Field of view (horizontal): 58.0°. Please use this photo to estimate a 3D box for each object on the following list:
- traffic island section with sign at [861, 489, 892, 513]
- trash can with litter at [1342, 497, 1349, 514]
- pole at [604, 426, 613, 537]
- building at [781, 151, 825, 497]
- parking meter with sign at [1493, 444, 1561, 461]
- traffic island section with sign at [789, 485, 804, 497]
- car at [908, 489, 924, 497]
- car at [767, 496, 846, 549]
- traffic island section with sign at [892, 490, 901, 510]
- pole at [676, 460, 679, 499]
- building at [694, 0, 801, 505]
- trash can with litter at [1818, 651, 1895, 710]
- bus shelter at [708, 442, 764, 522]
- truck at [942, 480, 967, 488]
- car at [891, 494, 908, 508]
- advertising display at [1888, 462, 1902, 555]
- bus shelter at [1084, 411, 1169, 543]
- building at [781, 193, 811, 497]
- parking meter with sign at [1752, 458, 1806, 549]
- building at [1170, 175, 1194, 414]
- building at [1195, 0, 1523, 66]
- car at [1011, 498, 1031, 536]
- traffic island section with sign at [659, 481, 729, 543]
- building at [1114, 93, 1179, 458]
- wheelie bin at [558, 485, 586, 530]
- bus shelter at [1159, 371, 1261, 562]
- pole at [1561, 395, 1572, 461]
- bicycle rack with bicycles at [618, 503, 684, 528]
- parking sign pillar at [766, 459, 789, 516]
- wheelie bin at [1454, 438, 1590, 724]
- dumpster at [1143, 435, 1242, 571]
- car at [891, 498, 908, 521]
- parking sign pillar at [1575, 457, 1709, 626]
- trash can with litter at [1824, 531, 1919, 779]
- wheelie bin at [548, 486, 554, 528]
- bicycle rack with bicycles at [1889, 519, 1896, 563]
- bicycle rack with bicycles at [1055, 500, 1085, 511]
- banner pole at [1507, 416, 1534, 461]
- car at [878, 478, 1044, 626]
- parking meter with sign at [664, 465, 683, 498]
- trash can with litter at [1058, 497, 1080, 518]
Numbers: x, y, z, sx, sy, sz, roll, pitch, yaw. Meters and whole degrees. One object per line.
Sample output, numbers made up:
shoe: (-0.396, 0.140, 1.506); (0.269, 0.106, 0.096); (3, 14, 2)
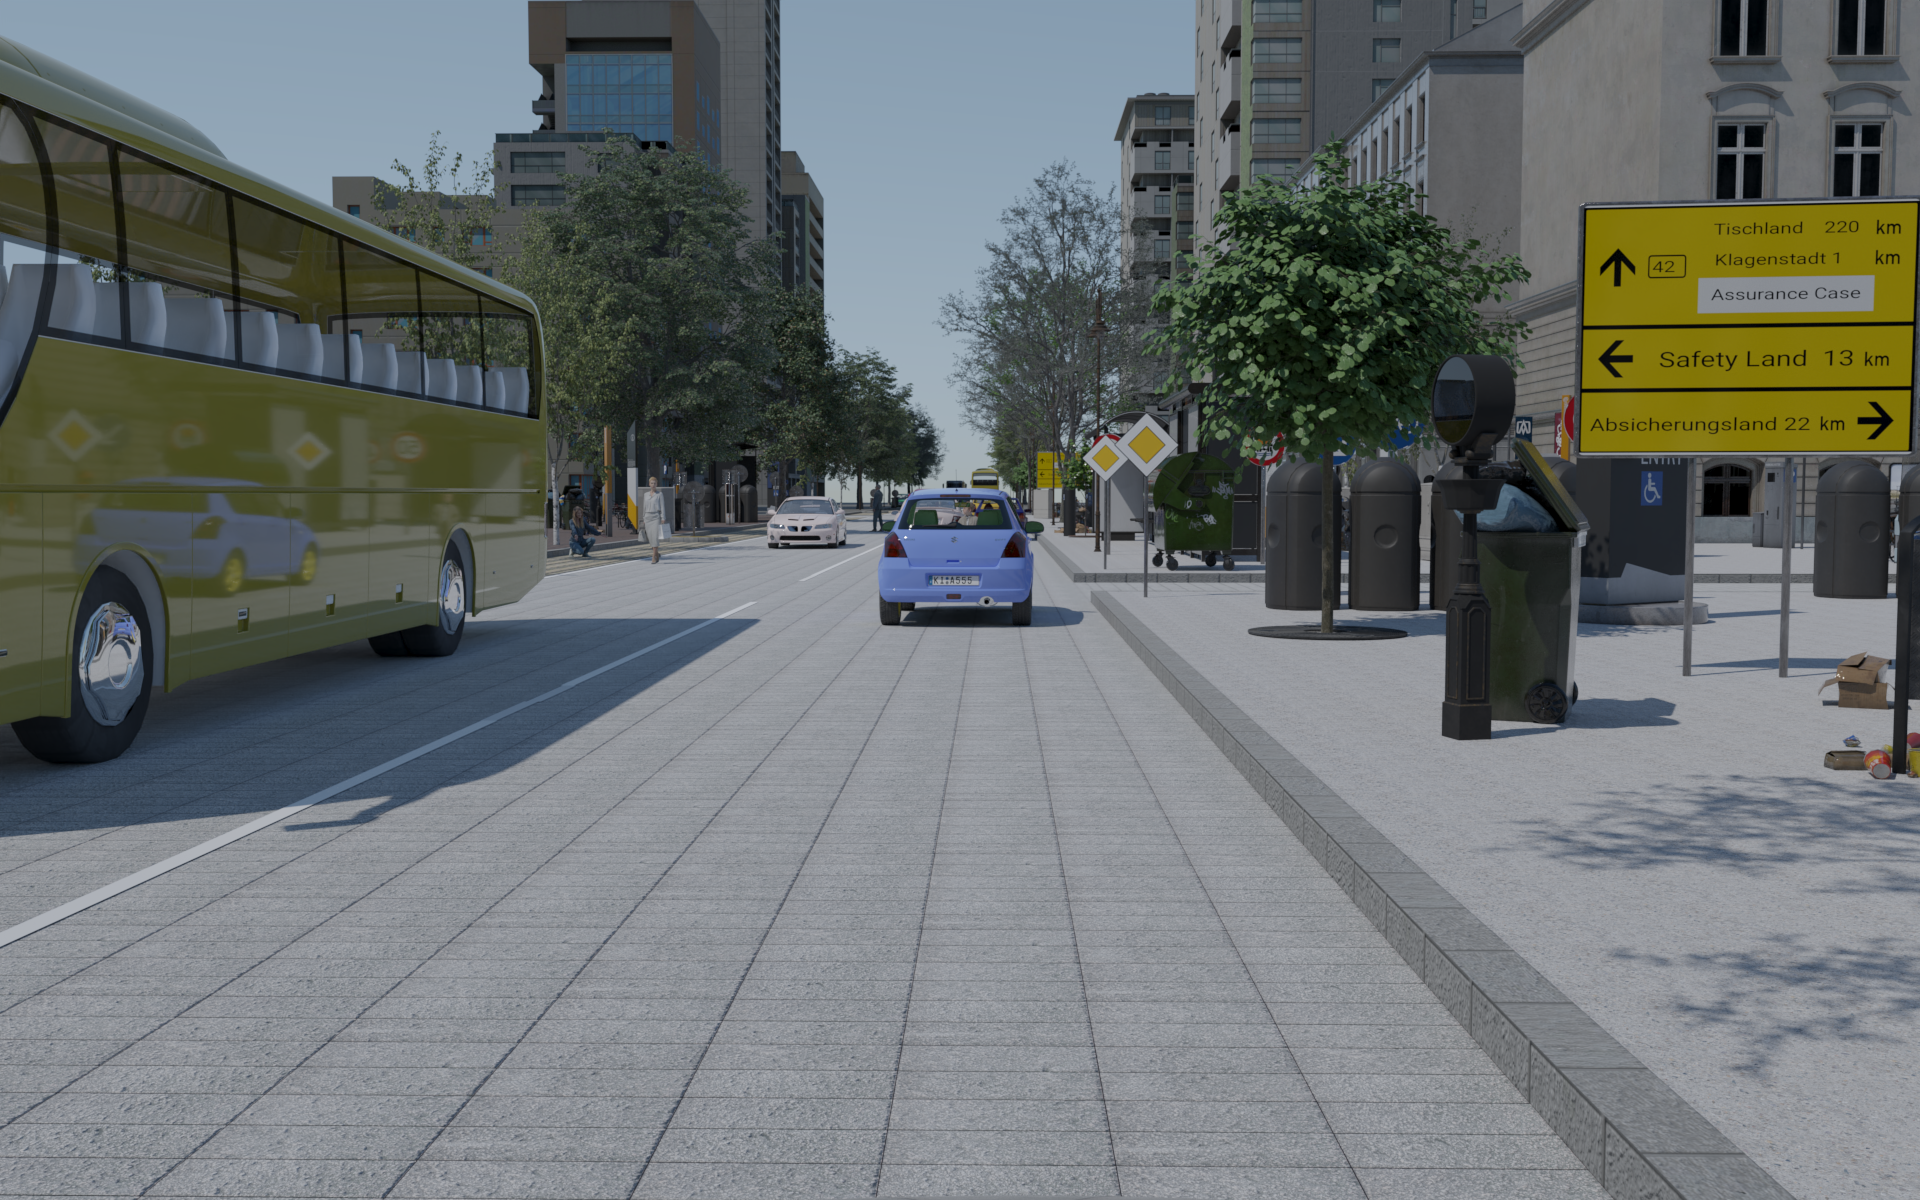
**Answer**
traffic island section with sign: (-6.367, -7.409, 129.770); (1.989, 1.847, 2.006); (0, 4, 1)
trash can with litter: (10.679, -2.330, 49.159); (1.678, 1.210, 2.233); (-2, 4, -30)
pole: (-10.495, -3.538, 51.682); (0.158, 3.312, 0.155); (0, 3, 0)
building: (-31.066, -38.170, 247.785); (21.300, 48.544, 21.600); (0, 4, 1)
parking meter with sign: (10.824, -2.207, 32.345); (1.738, 3.016, 0.543); (0, 4, 7)
traffic island section with sign: (-7.424, -4.290, 78.771); (1.989, 1.847, 2.006); (0, 4, 1)
car: (-2.363, -6.724, 118.615); (2.281, 1.827, 5.304); (0, 4, 3)
car: (-4.121, -2.125, 47.098); (2.083, 1.381, 4.827); (0, 4, 1)
traffic island section with sign: (-5.808, -9.058, 156.720); (1.989, 1.847, 2.006); (0, 4, 1)
pole: (-16.774, -6.675, 102.972); (0.158, 3.312, 0.155); (0, 3, 0)
building: (-30.384, -47.321, 211.946); (20.563, 71.187, 20.611); (0, 4, 1)
trash can with litter: (5.688, 0.069, 10.261); (1.055, 1.170, 0.624); (2, 4, 26)
bus shelter: (-10.465, -5.508, 81.343); (1.731, 3.624, 6.357); (0, 4, 1)
truck: (-0.627, -15.376, 247.327); (3.469, 3.379, 9.791); (0, 4, 2)
car: (-5.444, -9.389, 162.301); (1.959, 1.807, 4.718); (0, 4, 3)
advertising display: (19.383, -1.833, 35.178); (0.974, 1.923, 0.123); (1, 4, 21)
bus shelter: (4.345, -3.114, 44.830); (2.014, 3.302, 5.546); (0, 4, 1)
building: (-27.641, -33.427, 230.123); (14.154, 41.232, 14.086); (0, 4, 1)
parking meter with sign: (19.434, -2.735, 40.977); (0.543, 3.016, 1.738); (-1, 4, -9)
building: (26.179, -23.694, 159.104); (14.160, 30.474, 14.107); (0, 4, 1)
building: (33.475, -33.533, 137.506); (28.713, 52.752, 27.495); (0, 4, 1)
car: (1.267, -2.561, 54.454); (1.945, 1.354, 3.894); (0, 4, 2)
traffic island section with sign: (-7.987, -2.642, 51.821); (1.989, 1.847, 2.006); (0, 4, 1)
building: (35.153, -38.893, 225.141); (28.713, 52.752, 27.495); (0, 4, 1)
wheelie bin: (-13.830, -3.310, 62.021); (0.980, 1.594, 0.693); (-3, 5, -41)
bus shelter: (5.450, -3.618, 36.792); (2.179, 5.291, 8.768); (0, 4, 1)
pole: (12.487, -2.562, 35.739); (0.158, 3.312, 0.155); (0, 3, 0)
bicycle rack with bicycles: (-12.032, -3.238, 66.331); (2.852, 0.926, 2.925); (2, 4, 29)
parking sign pillar: (-10.802, -6.989, 102.736); (1.447, 3.967, 1.447); (2, 4, 30)
wheelie bin: (3.212, -0.124, 9.929); (0.693, 1.594, 0.980); (2, 4, 25)
dumpster: (3.963, -1.657, 29.589); (1.502, 2.255, 1.985); (0, 4, 1)
car: (-0.729, -1.931, 43.928); (2.083, 1.381, 4.827); (0, 4, 0)
parking sign pillar: (6.812, -1.773, 17.466); (1.447, 3.967, 1.447); (-2, 4, -33)
trash can with litter: (4.940, 0.183, 8.060); (2.233, 1.210, 1.678); (-1, 4, -23)
wheelie bin: (-15.219, -3.482, 64.833); (0.693, 1.594, 0.980); (-1, 4, -23)
bicycle rack with bicycles: (18.293, -1.208, 33.134); (2.852, 0.926, 2.925); (0, 4, -2)
bicycle rack with bicycles: (6.795, -5.523, 103.687); (2.925, 0.926, 2.852); (1, 4, 15)
banner pole: (15.822, -3.620, 49.202); (0.863, 3.779, 0.401); (1, 4, 15)
car: (0.013, -0.649, 20.199); (1.945, 1.707, 3.694); (0, 4, 2)
parking meter with sign: (-16.931, -6.620, 104.505); (1.738, 3.016, 0.543); (-2, 4, -25)
trash can with litter: (5.591, -4.736, 88.816); (1.055, 1.170, 0.624); (-3, 4, -37)
